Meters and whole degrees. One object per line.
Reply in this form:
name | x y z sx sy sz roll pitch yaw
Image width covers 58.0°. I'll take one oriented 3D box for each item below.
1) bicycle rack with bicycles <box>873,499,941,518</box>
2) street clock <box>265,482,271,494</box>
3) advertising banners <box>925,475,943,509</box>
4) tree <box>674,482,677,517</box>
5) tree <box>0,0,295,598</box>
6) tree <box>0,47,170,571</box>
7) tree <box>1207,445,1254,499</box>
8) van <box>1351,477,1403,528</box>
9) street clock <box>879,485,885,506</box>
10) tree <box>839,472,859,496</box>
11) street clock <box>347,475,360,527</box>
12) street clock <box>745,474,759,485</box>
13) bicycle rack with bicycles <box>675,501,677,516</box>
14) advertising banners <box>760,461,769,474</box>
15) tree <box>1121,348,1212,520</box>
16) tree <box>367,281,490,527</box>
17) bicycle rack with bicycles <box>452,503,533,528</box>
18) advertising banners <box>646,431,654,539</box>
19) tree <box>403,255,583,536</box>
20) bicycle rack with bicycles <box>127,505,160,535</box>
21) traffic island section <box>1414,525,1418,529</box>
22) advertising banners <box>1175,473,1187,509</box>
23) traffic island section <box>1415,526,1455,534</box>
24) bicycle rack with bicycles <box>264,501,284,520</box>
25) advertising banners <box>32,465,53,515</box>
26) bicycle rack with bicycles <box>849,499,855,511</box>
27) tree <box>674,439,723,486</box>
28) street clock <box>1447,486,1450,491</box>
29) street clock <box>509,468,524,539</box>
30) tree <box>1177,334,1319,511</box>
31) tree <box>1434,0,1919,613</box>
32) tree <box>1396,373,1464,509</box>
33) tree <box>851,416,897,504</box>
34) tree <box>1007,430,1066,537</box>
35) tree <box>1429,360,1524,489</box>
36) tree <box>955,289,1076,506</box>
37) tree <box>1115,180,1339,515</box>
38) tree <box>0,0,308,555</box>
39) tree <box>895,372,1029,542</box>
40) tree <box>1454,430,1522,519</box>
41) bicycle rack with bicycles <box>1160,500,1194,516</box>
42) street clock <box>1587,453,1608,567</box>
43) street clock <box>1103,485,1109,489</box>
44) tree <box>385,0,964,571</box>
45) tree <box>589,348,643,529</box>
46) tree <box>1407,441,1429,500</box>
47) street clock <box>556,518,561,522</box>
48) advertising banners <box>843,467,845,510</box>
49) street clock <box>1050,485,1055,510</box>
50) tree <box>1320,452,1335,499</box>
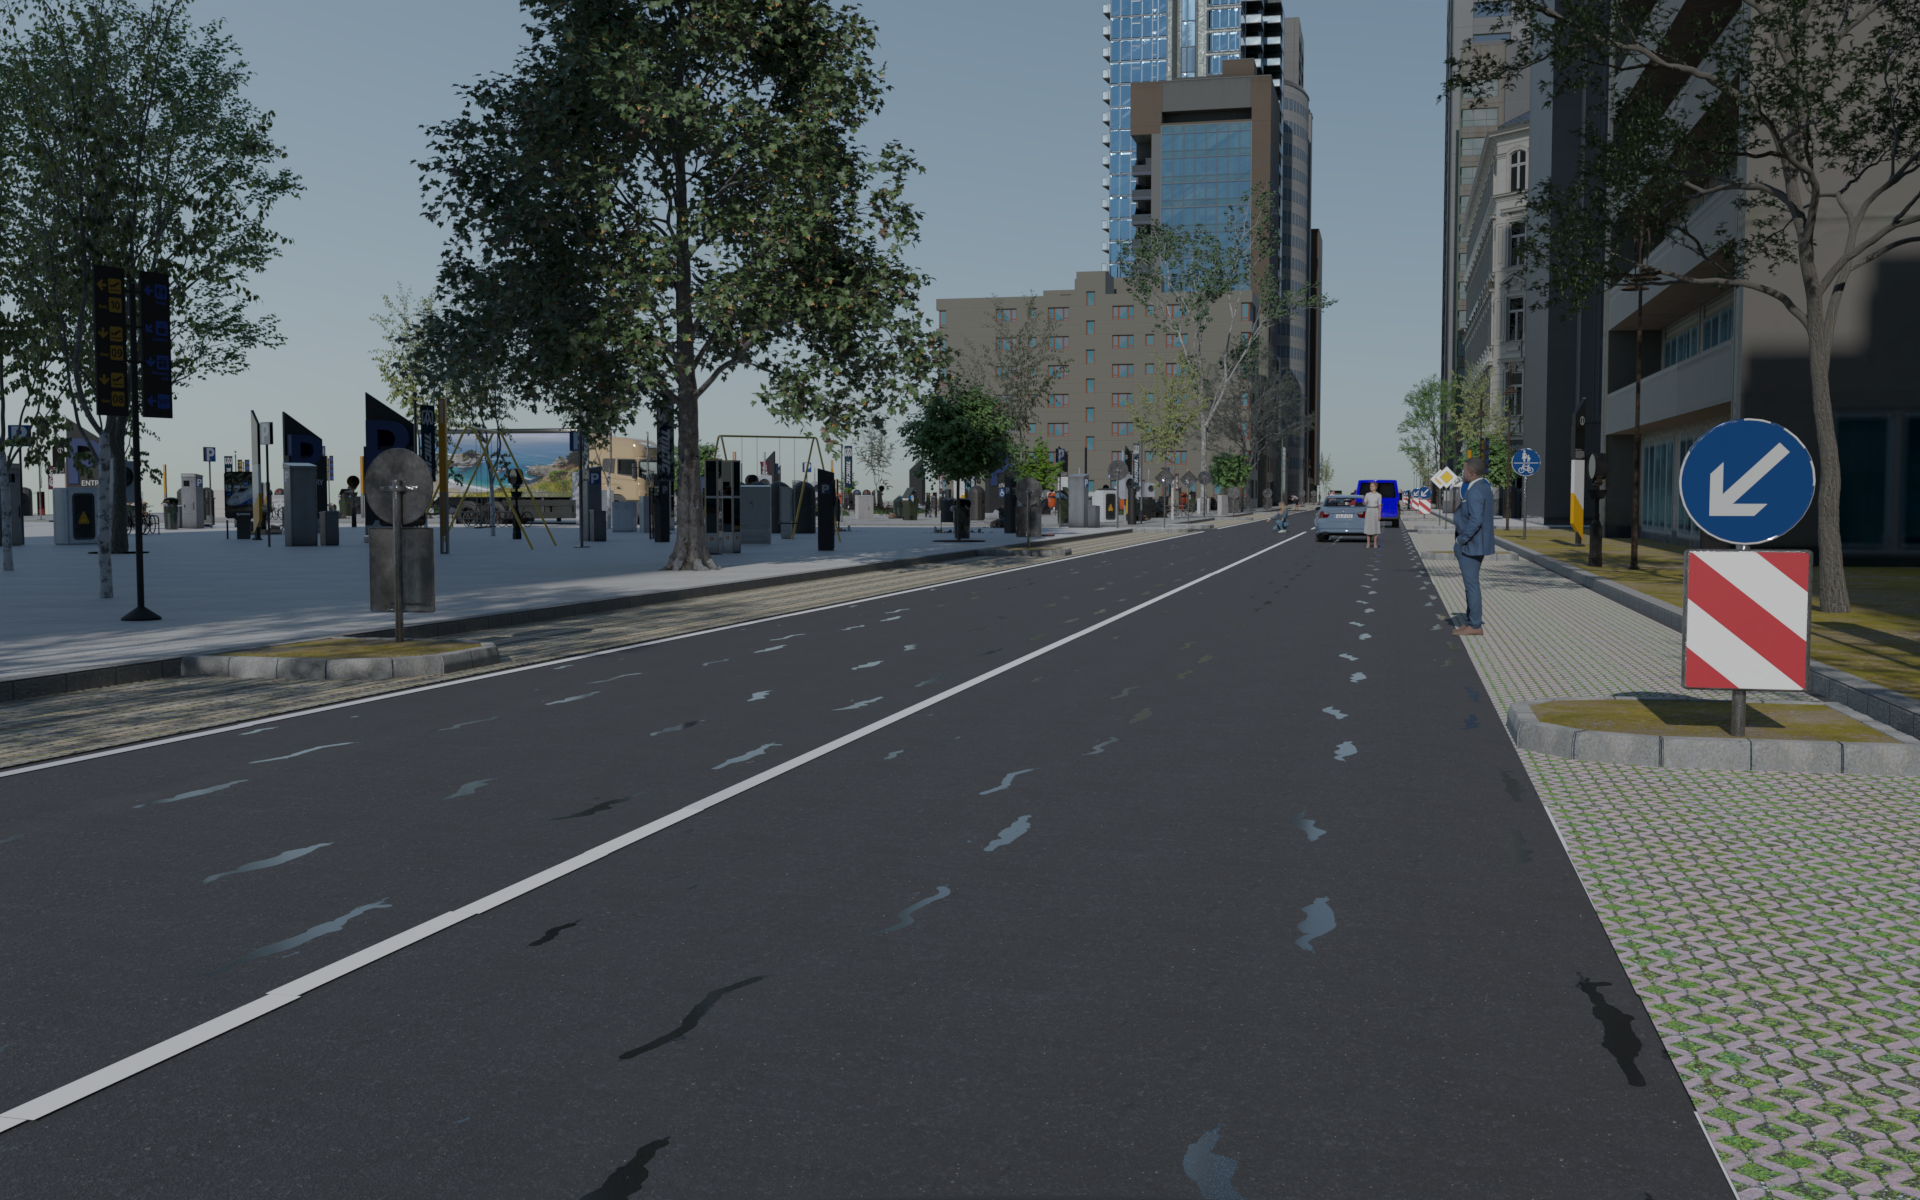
bicycle rack with bicycles | -3.243 -5.494 103.204 2.852 0.926 2.925 -2 4 -28
street clock | -41.136 -6.018 102.957 0.358 2.002 0.471 -2 4 -29
advertising banners | -2.114 -9.059 144.303 2.074 3.025 0.090 -3 5 -43
tree | -16.131 -6.376 98.846 1.663 3.219 1.824 0 3 0
tree | -10.550 -4.344 21.389 4.360 8.622 3.978 0 3 0
tree | -15.724 -4.793 28.726 4.737 8.622 4.395 0 3 0
tree | 18.165 -8.132 116.669 4.285 4.588 4.351 0 3 0
van | 18.123 -4.337 75.300 2.240 2.365 5.245 1 4 13
street clock | -6.497 -8.505 143.632 0.471 2.002 0.358 1 4 13
tree | -8.490 -8.234 129.227 1.663 3.219 1.824 0 3 0
street clock | -23.434 -3.814 66.934 0.471 2.002 0.358 -1 4 -23
street clock | -7.697 -3.640 64.092 0.471 2.002 0.358 -3 4 -36
bicycle rack with bicycles | -15.740 -5.396 101.604 2.925 0.926 2.852 3 5 45
advertising banners | -9.827 -5.934 93.215 2.074 3.025 0.090 -2 4 -31
tree | 10.413 -8.332 86.595 4.737 8.622 4.395 0 3 0
tree | -18.514 -6.731 60.412 4.737 8.622 4.395 0 3 0
bicycle rack with bicycles | -18.223 -3.256 66.612 2.925 0.926 2.852 3 5 39
advertising banners | -8.829 -3.257 49.434 0.090 3.025 2.074 0 4 -4
tree | -14.420 -6.250 52.542 4.360 8.622 3.978 0 3 0
bicycle rack with bicycles | -26.397 -2.521 54.596 2.852 0.926 2.925 1 4 13
traffic island section | 19.536 -2.948 70.475 2.009 0.180 2.903 1 4 14
advertising banners | 18.908 -9.241 147.272 2.074 3.025 0.090 -3 5 -43
traffic island section | 17.615 -2.474 62.724 2.009 0.180 2.903 1 4 14
bicycle rack with bicycles | -33.991 -4.454 86.206 2.852 0.926 2.925 -3 5 -41
advertising banners | -55.659 -6.642 104.791 0.090 3.025 2.074 2 4 31
bicycle rack with bicycles | -6.279 -6.519 119.965 2.852 0.926 2.925 2 4 28
tree | -14.457 -6.754 94.149 4.285 4.588 4.351 0 3 0
street clock | 35.375 -7.398 125.534 0.358 2.002 0.471 0 4 -5
street clock | -12.560 -2.721 49.057 0.358 2.002 0.471 -3 5 -43
tree | 21.995 -13.533 131.631 12.009 13.543 11.850 0 3 0
tree | 9.320 -5.160 18.776 8.767 10.594 7.601 -2 4 -35
tree | 40.918 -13.545 147.221 9.928 11.665 9.643 0 3 0
tree | -7.183 -12.063 147.594 4.360 8.622 3.978 0 3 0
tree | 2.486 -3.548 52.606 1.663 3.219 1.824 0 3 0
tree | 28.478 -8.816 94.503 4.737 8.622 4.395 0 3 0
tree | 1.909 -6.804 61.610 4.360 8.622 3.978 0 3 0
tree | 16.030 -15.223 104.785 12.611 20.169 13.585 0 3 0
tree | -17.969 -6.794 36.830 9.928 11.665 9.643 0 3 0
tree | -0.055 -3.848 46.637 4.285 4.588 4.351 0 3 0
tree | 26.961 -6.407 88.475 4.285 4.588 4.351 0 3 0
bicycle rack with bicycles | 12.250 -5.456 102.580 2.925 0.926 2.852 1 4 16
street clock | 11.222 -1.588 30.531 0.358 2.002 0.471 0 4 2
street clock | 11.111 -7.787 131.887 0.471 2.002 0.358 1 4 13
tree | -4.674 -6.846 28.938 9.611 12.733 9.660 0 3 0
tree | -13.249 -6.951 64.006 4.360 8.622 3.978 0 3 0
tree | 60.482 -16.848 225.823 4.737 8.622 4.395 0 3 0
street clock | -18.761 -4.673 80.965 0.358 2.002 0.471 0 4 3
advertising banners | -7.611 -7.192 113.769 0.090 3.025 2.074 0 4 -6
street clock | 7.388 -8.255 139.540 0.471 2.002 0.358 -1 4 -19
tree | 62.997 -21.347 299.389 4.737 8.622 4.395 0 3 0
